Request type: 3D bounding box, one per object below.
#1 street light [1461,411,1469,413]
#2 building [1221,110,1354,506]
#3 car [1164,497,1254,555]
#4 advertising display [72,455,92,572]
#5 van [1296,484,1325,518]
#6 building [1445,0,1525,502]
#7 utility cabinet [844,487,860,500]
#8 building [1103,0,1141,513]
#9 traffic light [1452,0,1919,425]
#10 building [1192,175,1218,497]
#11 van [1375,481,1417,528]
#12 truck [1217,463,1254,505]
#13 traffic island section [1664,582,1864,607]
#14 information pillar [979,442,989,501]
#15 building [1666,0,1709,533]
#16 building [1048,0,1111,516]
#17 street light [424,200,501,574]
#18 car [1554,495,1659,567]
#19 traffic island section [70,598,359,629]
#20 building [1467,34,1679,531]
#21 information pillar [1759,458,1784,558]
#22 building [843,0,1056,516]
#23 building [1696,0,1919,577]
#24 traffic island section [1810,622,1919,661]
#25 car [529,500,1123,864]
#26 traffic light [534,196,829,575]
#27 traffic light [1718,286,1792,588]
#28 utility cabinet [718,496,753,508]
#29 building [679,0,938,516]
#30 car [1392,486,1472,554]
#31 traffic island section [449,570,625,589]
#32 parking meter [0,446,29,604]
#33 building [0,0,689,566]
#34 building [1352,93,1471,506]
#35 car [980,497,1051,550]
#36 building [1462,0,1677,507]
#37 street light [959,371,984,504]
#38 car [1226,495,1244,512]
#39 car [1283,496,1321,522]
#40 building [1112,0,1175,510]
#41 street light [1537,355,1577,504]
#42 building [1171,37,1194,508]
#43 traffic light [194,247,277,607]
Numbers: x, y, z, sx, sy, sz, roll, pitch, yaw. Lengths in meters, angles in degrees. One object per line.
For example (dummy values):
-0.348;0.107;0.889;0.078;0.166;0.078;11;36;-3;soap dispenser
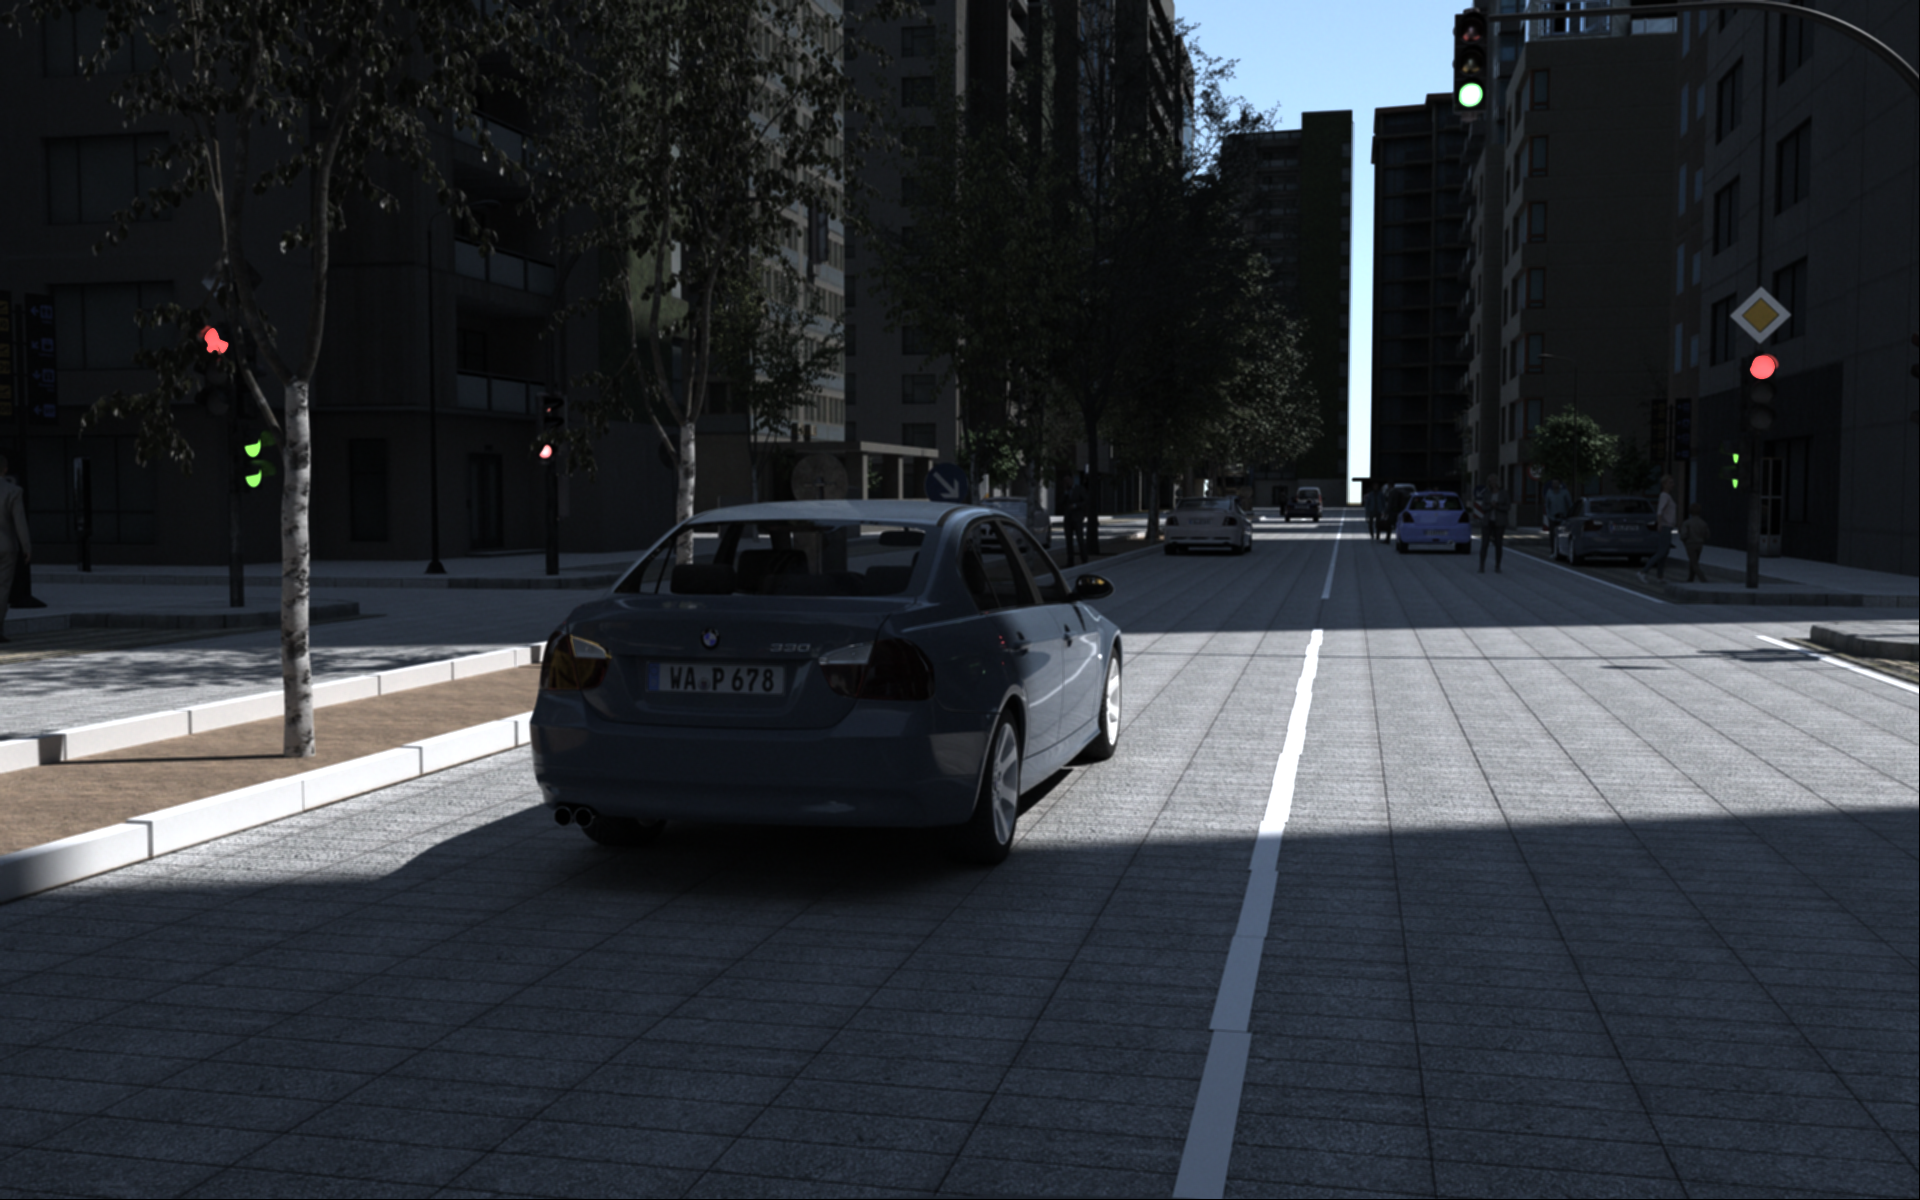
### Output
28.621;-7.584;96.540;1.470;5.913;1.316;1;4;13;street light
35.519;-30.914;189.042;14.086;41.232;14.154;1;4;13;building
6.055;-1.816;42.053;2.083;1.381;4.827;1;4;13;car
-14.554;-1.438;28.731;0.123;1.923;0.974;-3;4;-36;advertising display
21.086;-5.983;104.837;2.013;2.044;4.112;1;4;11;van
55.544;-32.520;151.314;23.786;49.044;30.456;1;4;13;building
-3.219;-2.541;50.218;0.318;1.500;1.173;1;4;17;utility cabinet
2.742;-42.106;126.686;20.563;71.187;20.611;1;4;13;building
6.980;-2.530;16.041;4.771;5.953;1.251;1;4;13;traffic light
18.858;-31.187;201.786;23.993;40.220;32.217;1;4;13;building
18.019;-3.938;71.406;2.013;2.044;4.112;1;4;11;van
23.455;-9.713;147.715;2.839;4.237;11.283;1;4;14;truck
10.824;-0.082;23.622;2.009;0.180;2.903;1;4;13;traffic island section
0.988;-4.962;72.484;0.183;3.616;0.504;-3;5;-44;information pillar
28.619;-24.326;47.837;14.600;45.320;14.200;1;4;13;building
1.677;-28.083;109.275;14.600;45.320;14.200;1;4;13;building
-7.936;-3.370;27.648;1.470;5.913;1.316;1;4;13;street light
13.235;-1.428;35.357;2.014;1.417;4.499;1;4;13;car
-8.234;0.158;19.700;2.009;0.180;2.903;1;4;13;traffic island section
38.228;-14.224;77.601;27.650;21.520;28.899;1;4;13;building
16.390;-1.865;34.992;0.304;2.012;0.304;-1;4;-11;information pillar
-2.751;-19.840;96.081;14.160;30.474;14.107;1;4;13;building
26.617;-36.208;30.257;20.611;71.187;20.563;1;4;13;building
9.078;0.395;15.830;2.009;0.180;2.903;1;4;13;traffic island section
-0.352;0.237;8.135;2.014;1.417;4.499;1;4;14;car
-4.391;-3.196;26.927;4.771;5.953;1.251;1;4;13;traffic light
10.787;-2.116;23.517;0.839;4.253;0.868;1;4;13;traffic light
-6.485;-2.386;50.168;1.020;1.237;0.306;-1;4;-22;utility cabinet
-17.760;-22.781;64.350;32.217;40.220;23.993;1;4;13;building
11.645;-2.024;42.686;1.945;1.707;3.694;1;4;12;car
-6.488;-0.319;27.493;2.009;0.180;2.903;1;4;13;traffic island section
-11.115;-0.889;20.246;0.399;1.863;0.255;-3;4;-37;parking meter
-14.939;-21.556;36.034;14.154;41.232;14.086;1;4;13;building
57.607;-32.621;187.973;28.867;44.769;22.147;1;4;13;building
1.148;-1.910;43.589;2.083;1.381;4.827;1;4;12;car
48.080;-49.373;119.912;22.319;86.520;31.000;1;4;13;building
0.524;-5.673;65.287;1.470;5.913;1.316;1;4;13;street light
20.229;-7.146;129.422;1.945;1.354;3.894;1;4;14;car
17.818;-4.754;90.307;1.945;1.354;3.894;1;4;11;car
6.566;-32.105;148.619;21.300;48.544;21.600;1;4;13;building
19.931;-5.212;57.756;1.470;5.913;1.316;1;4;13;street light
14.922;-31.715;168.645;14.200;45.320;14.600;1;4;13;building
-8.198;-1.874;19.557;0.839;4.253;0.868;1;4;13;traffic light
